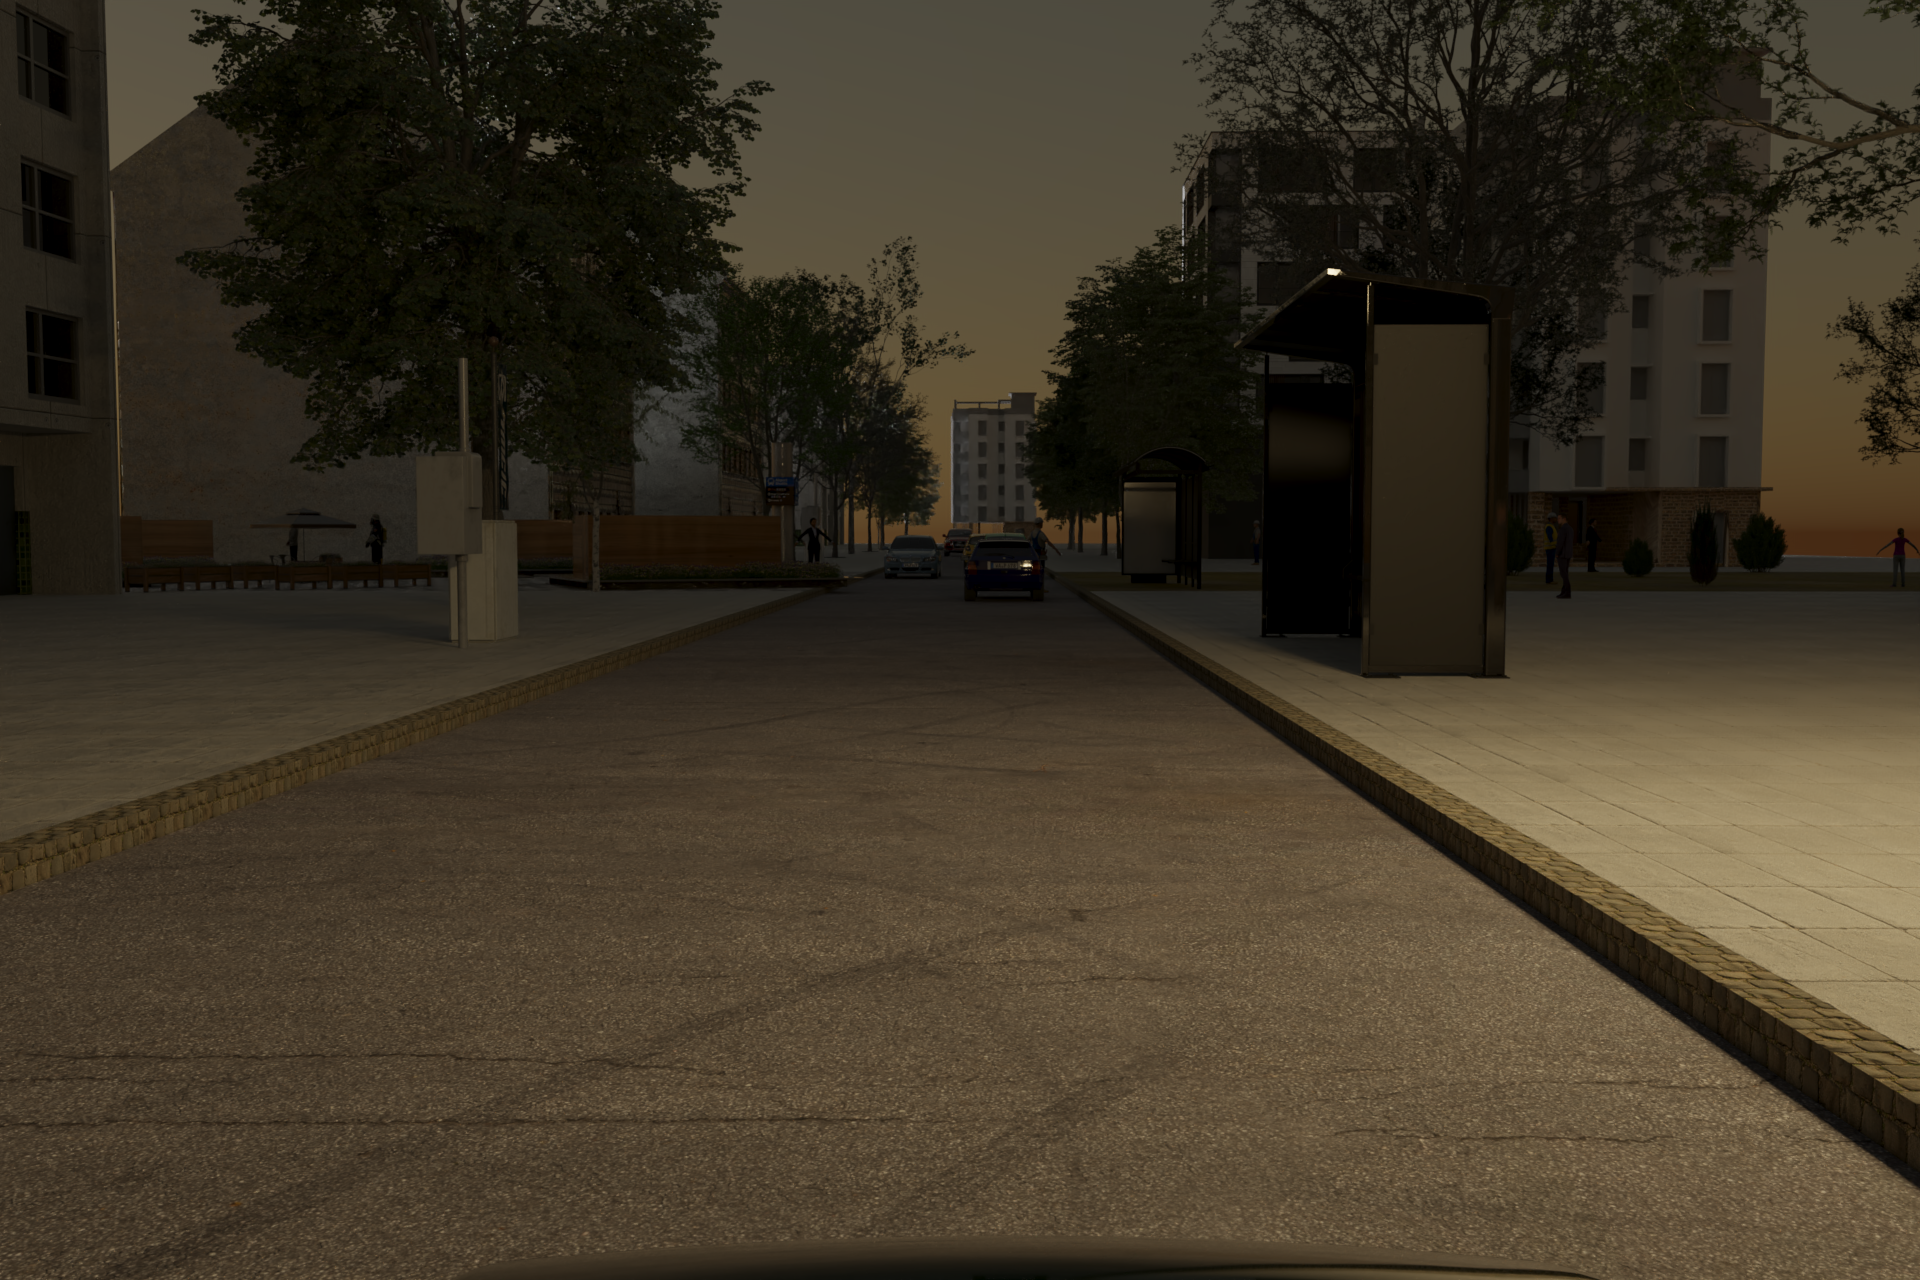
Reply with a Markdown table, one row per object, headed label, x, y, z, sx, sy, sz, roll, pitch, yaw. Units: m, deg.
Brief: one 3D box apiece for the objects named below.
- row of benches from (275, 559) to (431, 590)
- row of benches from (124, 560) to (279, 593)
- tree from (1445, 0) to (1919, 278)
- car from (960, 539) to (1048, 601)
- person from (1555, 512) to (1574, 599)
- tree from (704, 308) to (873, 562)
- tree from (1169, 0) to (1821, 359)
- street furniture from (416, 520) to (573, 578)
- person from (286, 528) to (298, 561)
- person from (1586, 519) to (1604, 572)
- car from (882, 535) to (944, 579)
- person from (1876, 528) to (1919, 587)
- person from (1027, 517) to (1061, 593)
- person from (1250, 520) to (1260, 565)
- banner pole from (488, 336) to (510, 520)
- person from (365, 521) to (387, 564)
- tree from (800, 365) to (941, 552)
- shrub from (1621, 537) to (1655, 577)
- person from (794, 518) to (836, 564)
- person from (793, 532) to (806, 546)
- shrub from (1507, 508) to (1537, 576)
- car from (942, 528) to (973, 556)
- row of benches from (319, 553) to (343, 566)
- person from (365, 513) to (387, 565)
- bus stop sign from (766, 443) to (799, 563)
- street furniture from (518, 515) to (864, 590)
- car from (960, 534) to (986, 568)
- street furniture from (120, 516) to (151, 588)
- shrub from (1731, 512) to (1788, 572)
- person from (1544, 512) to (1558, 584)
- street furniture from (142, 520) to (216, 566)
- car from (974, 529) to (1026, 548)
| label | x | y | z | sx | sy | sz | roll | pitch | yaw |
| --- | --- | --- | --- | --- | --- | --- | --- | --- | --- |
| row of benches | -14.414 | -1.568 | 41.096 | 1.422 | 0.672 | 4.104 | 2 | 4 | 34 |
| row of benches | -17.326 | -1.496 | 39.920 | 1.422 | 0.672 | 4.104 | 1 | 4 | 23 |
| tree | 7.423 | -4.685 | 11.019 | 8.767 | 10.594 | 7.601 | 0 | 4 | 1 |
| car | 0.971 | -1.568 | 38.210 | 1.945 | 1.354 | 3.894 | 0 | 4 | 1 |
| person | 12.048 | -1.687 | 34.548 | 0.541 | 1.710 | 0.530 | -3 | 4 | -38 |
| tree | -7.836 | -9.404 | 79.512 | 9.928 | 11.665 | 9.643 | 0 | 3 | 0 |
| tree | 7.818 | -7.164 | 27.508 | 12.009 | 13.543 | 11.850 | 0 | 3 | 0 |
| street furniture | -14.699 | -2.879 | 53.923 | 9.812 | 1.723 | 11.010 | -1 | 4 | -19 |
| person | -20.676 | -2.906 | 53.648 | 0.705 | 1.813 | 1.348 | -1 | 4 | -15 |
| person | 21.431 | -3.207 | 58.622 | 0.705 | 1.806 | 1.347 | 3 | 5 | 41 |
| car | -1.522 | -2.753 | 57.009 | 2.014 | 1.417 | 4.499 | 0 | 4 | 1 |
| person | 22.640 | -1.989 | 41.783 | 0.991 | 1.433 | 0.599 | 0 | 4 | 7 |
| person | 1.948 | -2.086 | 42.417 | 0.705 | 1.847 | 1.347 | -3 | 4 | -38 |
| person | 12.243 | -4.027 | 71.691 | 0.705 | 1.847 | 1.347 | 0 | 4 | 0 |
| banner pole | -5.910 | -1.973 | 22.282 | 0.401 | 3.779 | 0.863 | 0 | 4 | 0 |
| person | -22.244 | -3.671 | 66.162 | 1.346 | 1.812 | 0.704 | 3 | 4 | 38 |
| tree | -6.579 | -13.143 | 125.253 | 12.009 | 13.543 | 11.850 | 0 | 3 | 0 |
| shrub | 20.197 | -2.475 | 51.583 | 1.383 | 1.207 | 1.383 | 0 | 3 | 0 |
| person | -4.072 | -2.560 | 48.573 | 1.216 | 1.740 | 0.721 | -2 | 4 | -24 |
| person | -5.380 | -2.859 | 53.022 | 1.348 | 1.796 | 0.705 | -2 | 4 | -23 |
| shrub | 16.889 | -3.018 | 53.386 | 1.661 | 2.075 | 1.752 | 0 | 3 | 0 |
| car | 0.014 | -6.360 | 112.657 | 2.281 | 1.827 | 5.304 | 0 | 4 | 1 |
| row of benches | -20.533 | -2.510 | 56.496 | 1.422 | 0.672 | 4.104 | -1 | 4 | -21 |
| person | -16.342 | -2.607 | 48.402 | 0.705 | 1.856 | 1.354 | 0 | 4 | -6 |
| bus stop sign | -5.141 | -3.737 | 50.118 | 0.837 | 3.901 | 0.837 | 0 | 4 | 2 |
| street furniture | -5.996 | -2.199 | 42.811 | 11.010 | 1.723 | 9.812 | -2 | 4 | -23 |
| car | 0.997 | -3.876 | 73.594 | 2.015 | 1.641 | 3.980 | 0 | 4 | 0 |
| street furniture | -24.350 | -2.145 | 41.931 | 9.812 | 1.723 | 11.010 | -2 | 4 | -31 |
| shrub | 26.849 | -3.309 | 58.145 | 1.661 | 2.075 | 1.752 | 0 | 3 | 0 |
| person | 15.132 | -2.341 | 44.242 | 0.705 | 1.833 | 1.349 | 1 | 4 | 21 |
| street furniture | -27.800 | -2.896 | 54.203 | 9.812 | 1.723 | 11.010 | -2 | 4 | -26 |
| car | 1.434 | -2.891 | 56.061 | 1.959 | 1.807 | 4.718 | 0 | 4 | 0 |
